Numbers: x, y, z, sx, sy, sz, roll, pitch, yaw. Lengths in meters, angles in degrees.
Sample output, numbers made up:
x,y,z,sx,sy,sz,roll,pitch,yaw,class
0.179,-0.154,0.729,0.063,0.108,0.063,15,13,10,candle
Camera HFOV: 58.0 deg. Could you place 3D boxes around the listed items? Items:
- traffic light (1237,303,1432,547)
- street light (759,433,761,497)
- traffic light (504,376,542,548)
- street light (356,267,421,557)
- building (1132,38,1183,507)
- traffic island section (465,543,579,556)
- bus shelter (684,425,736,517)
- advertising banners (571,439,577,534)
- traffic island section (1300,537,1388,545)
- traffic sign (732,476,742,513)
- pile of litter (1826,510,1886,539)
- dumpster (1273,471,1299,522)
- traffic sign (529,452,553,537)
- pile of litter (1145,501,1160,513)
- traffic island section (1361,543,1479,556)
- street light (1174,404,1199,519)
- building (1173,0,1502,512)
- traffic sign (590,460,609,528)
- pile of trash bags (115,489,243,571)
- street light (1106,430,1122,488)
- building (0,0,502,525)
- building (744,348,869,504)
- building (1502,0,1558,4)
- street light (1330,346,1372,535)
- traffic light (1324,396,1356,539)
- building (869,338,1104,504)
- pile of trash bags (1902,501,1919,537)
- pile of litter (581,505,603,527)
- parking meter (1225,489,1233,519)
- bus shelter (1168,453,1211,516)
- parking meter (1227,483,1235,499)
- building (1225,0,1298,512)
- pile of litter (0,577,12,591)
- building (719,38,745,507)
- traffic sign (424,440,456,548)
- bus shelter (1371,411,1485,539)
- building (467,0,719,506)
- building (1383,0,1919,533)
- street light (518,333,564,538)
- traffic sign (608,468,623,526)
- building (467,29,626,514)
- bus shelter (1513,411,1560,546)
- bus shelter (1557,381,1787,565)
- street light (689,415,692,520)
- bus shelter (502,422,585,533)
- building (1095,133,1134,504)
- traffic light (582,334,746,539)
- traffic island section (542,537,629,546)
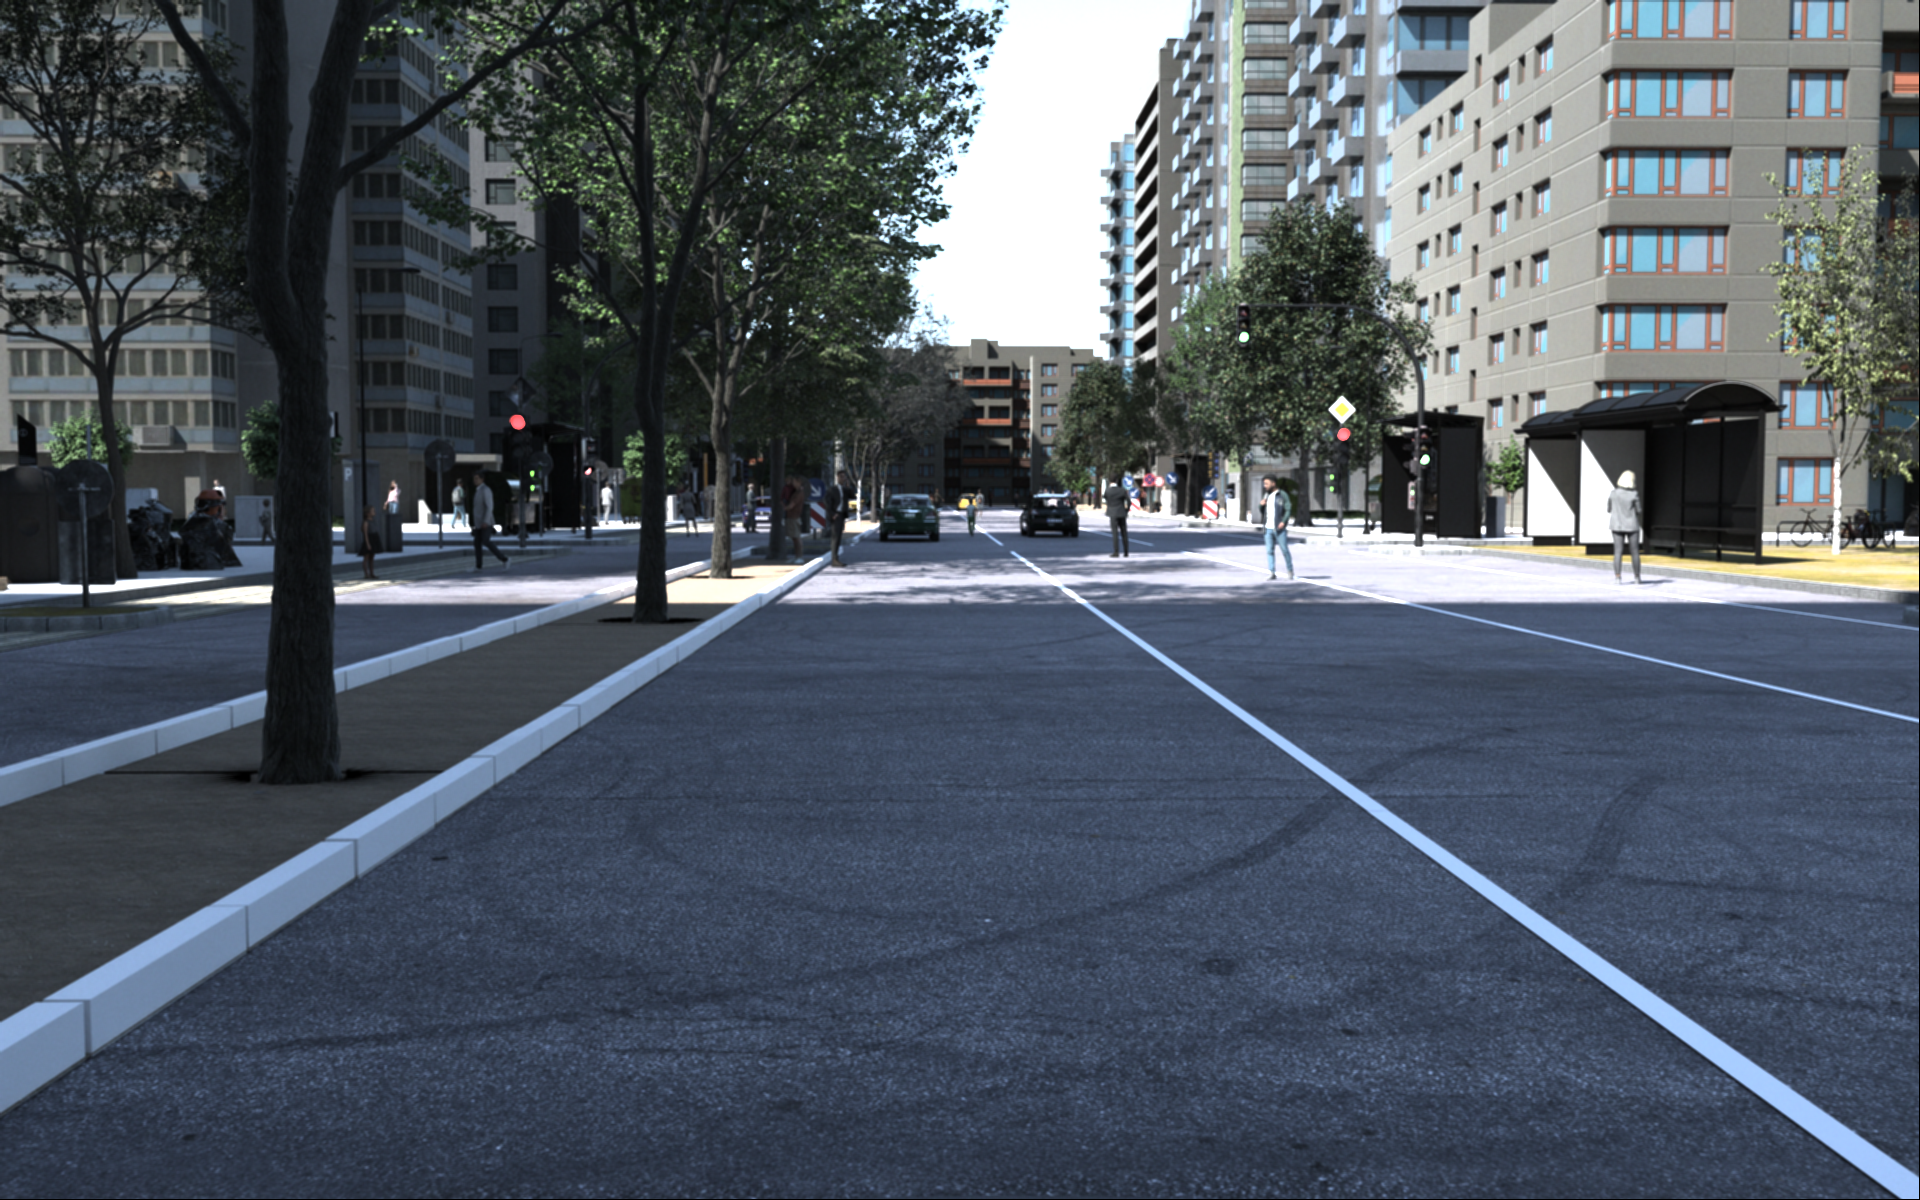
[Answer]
x,y,z,sx,sy,sz,roll,pitch,yaw,class
8.940,-4.086,41.466,4.771,5.953,1.251,0,4,-1,traffic light
-13.236,-8.974,119.266,1.470,5.913,1.316,0,4,-1,street light
-10.428,-3.201,41.261,0.839,4.253,0.868,0,4,-1,traffic light
-11.726,-3.854,35.561,1.470,5.913,1.316,0,4,-1,street light
30.055,-34.138,181.856,21.300,48.544,21.600,0,4,-1,building
-10.468,-1.169,41.395,2.009,0.180,2.903,0,4,-1,traffic island section
-14.798,-7.614,102.114,2.179,5.291,8.768,0,4,-1,bus shelter
-12.486,-3.657,55.984,0.090,3.025,2.074,-1,4,-16,advertising banners
10.933,-1.680,49.742,2.009,0.180,2.903,0,4,-1,traffic island section
-15.445,-7.320,119.791,0.768,2.556,0.104,0,4,2,traffic sign
25.642,-2.179,49.593,1.719,0.858,1.176,1,4,14,pile of litter
13.797,-4.408,74.566,1.502,2.255,1.985,0,4,-1,dumpster
-12.580,-3.170,51.943,0.768,2.556,0.104,1,4,8,traffic sign
13.199,-6.411,118.793,1.176,0.858,1.719,2,4,30,pile of litter
11.070,-1.191,41.758,2.009,0.180,2.903,0,4,-1,traffic island section
11.677,-7.134,89.175,1.470,5.913,1.316,0,4,-1,street light
31.215,-32.760,155.237,23.786,49.044,30.456,0,4,-1,building
-13.715,-4.013,65.714,0.768,2.556,0.104,0,4,3,traffic sign
-13.589,-1.266,30.449,1.912,1.369,3.447,0,4,-8,pile of trash bags
11.126,-9.312,124.789,1.470,5.913,1.316,0,4,-1,street light
-36.305,-23.686,79.142,32.217,40.220,23.993,0,4,-1,building
-25.665,-23.541,229.940,28.899,21.520,27.650,0,4,-1,building
33.342,-29.928,108.933,23.786,49.044,30.456,0,4,-1,building
12.278,-5.009,54.438,1.470,5.913,1.316,0,4,-1,street light
10.893,-3.713,49.627,0.839,4.253,0.868,0,4,-1,traffic light
3.238,-23.544,229.986,28.899,21.520,27.650,0,4,-1,building
30.013,-2.545,51.368,3.447,1.369,1.912,0,4,-6,pile of trash bags
-14.751,-3.255,67.179,1.719,0.858,1.176,-1,4,-9,pile of litter
13.810,-4.929,88.994,0.372,1.533,0.369,0,3,0,parking meter
13.580,-6.793,102.353,1.731,3.624,6.357,0,4,-1,bus shelter
14.188,-5.202,90.767,0.399,1.863,0.255,-3,5,-40,parking meter
27.432,-27.459,132.546,14.154,41.232,14.086,0,4,-1,building
-13.322,-0.559,23.101,1.176,0.858,1.719,-2,4,-27,pile of litter
-37.172,-39.048,180.427,28.212,58.520,21.231,0,4,-1,building
-12.244,-2.487,40.772,0.768,2.556,0.104,0,4,3,traffic sign
13.962,-3.716,52.039,1.731,3.624,6.357,0,4,-1,bus shelter
-33.536,-32.554,155.958,21.300,48.544,21.600,0,4,-1,building
35.205,-13.764,70.084,28.899,21.520,27.650,0,4,-1,building
-12.097,-4.735,49.956,1.470,5.913,1.316,0,4,-1,street light
-13.631,-4.063,68.566,0.606,2.300,0.079,0,4,0,traffic sign
-29.713,-20.720,110.471,14.160,30.474,14.107,0,4,-1,building
14.705,-2.821,40.050,2.014,3.302,5.546,0,4,-1,bus shelter
13.717,-2.434,33.724,2.014,3.302,5.546,0,4,-1,bus shelter
-12.644,-6.842,84.402,1.470,5.913,1.316,0,4,-1,street light
-14.153,-4.177,59.578,1.731,3.624,6.357,0,4,-1,bus shelter
33.077,-37.213,228.038,30.456,49.044,23.786,0,4,-1,building
-8.475,-4.566,49.316,4.771,5.953,1.251,0,4,-1,traffic light
-10.605,-1.657,49.379,2.009,0.180,2.903,0,4,-1,traffic island section
